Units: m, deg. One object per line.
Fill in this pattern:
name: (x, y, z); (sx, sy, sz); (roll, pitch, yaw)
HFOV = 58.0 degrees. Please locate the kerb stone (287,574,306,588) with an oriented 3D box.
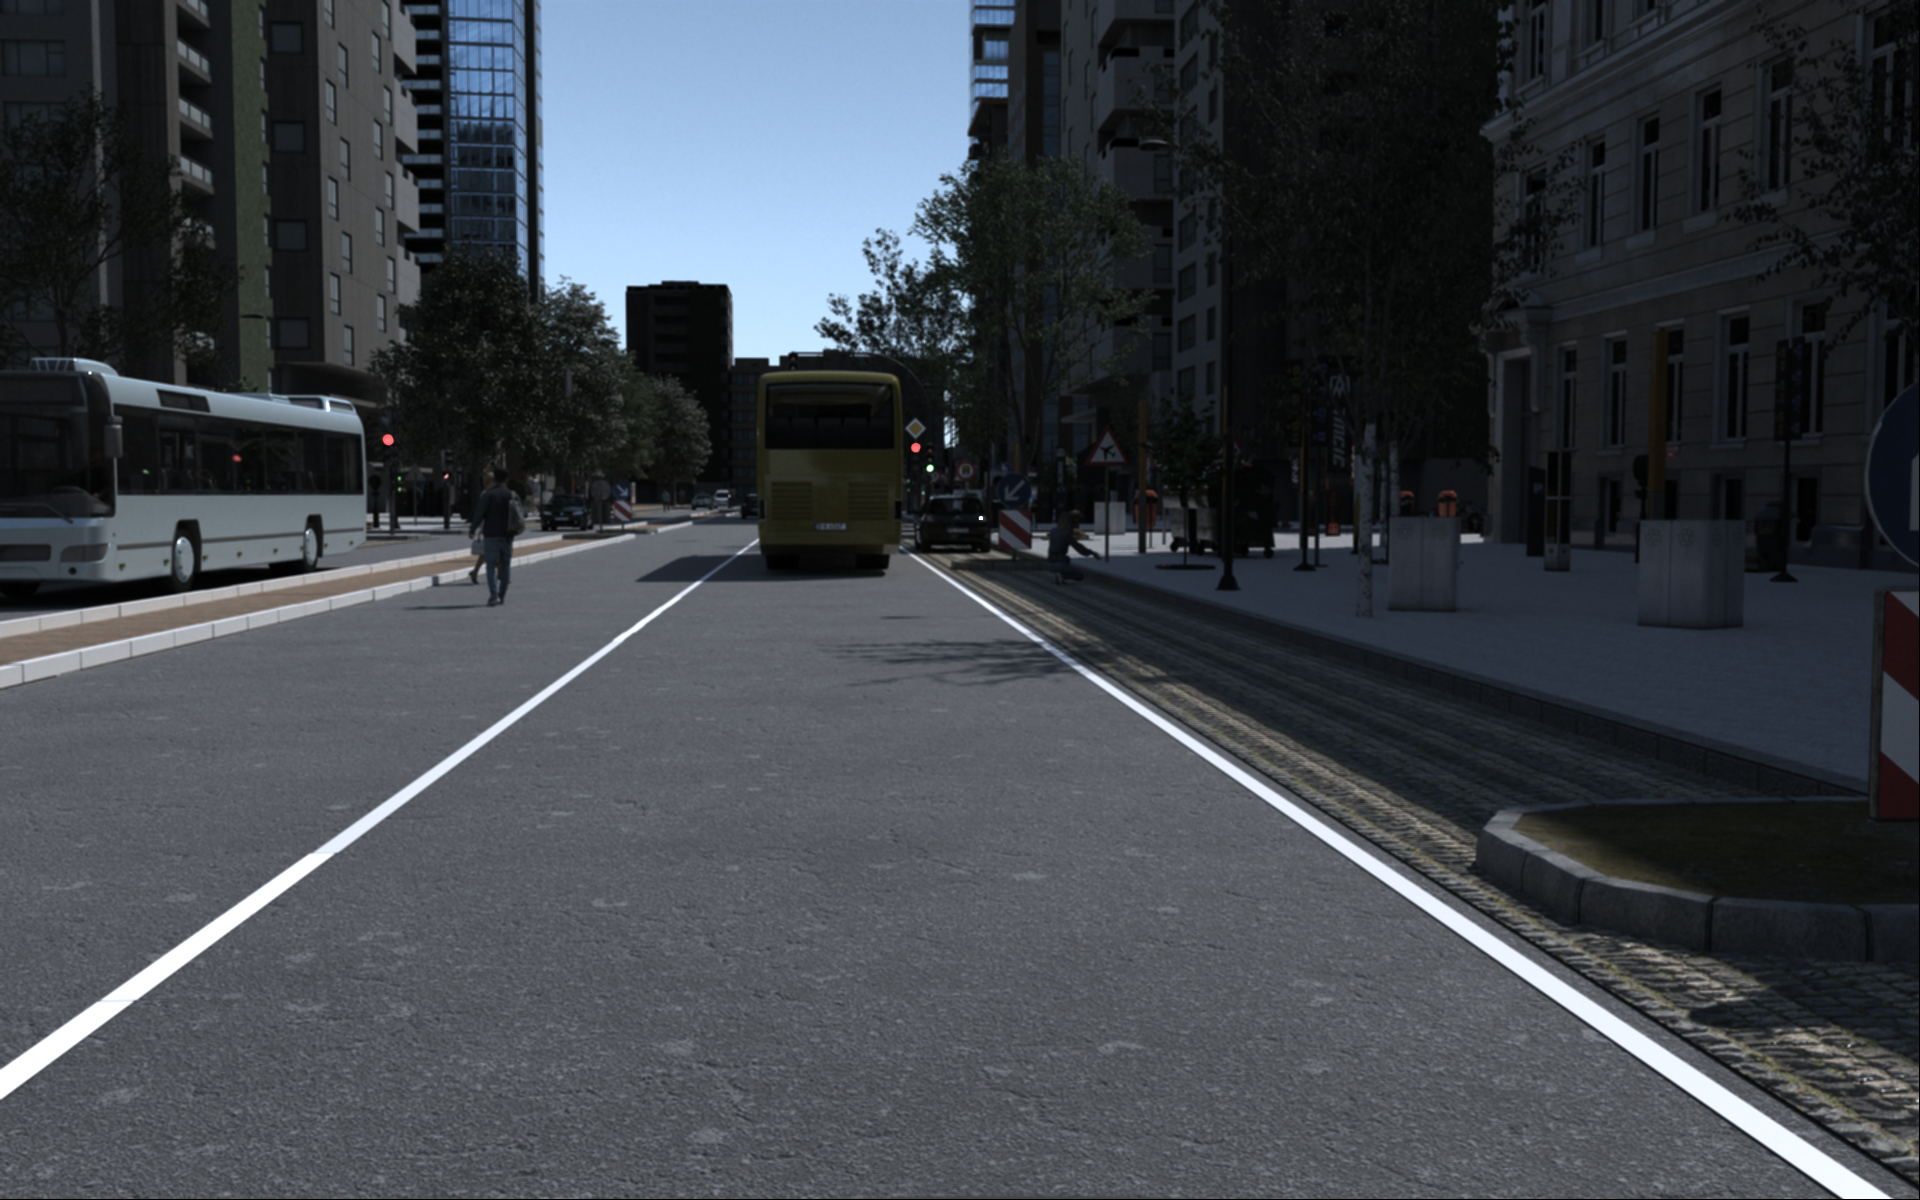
kerb stone: (-10.325, -0.275, 26.693); (0.120, 0.150, 1.000); (0, 4, -5)

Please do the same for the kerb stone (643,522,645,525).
kerb stone: (-14.450, -3.430, 78.313); (0.120, 0.150, 1.000); (0, 4, -5)

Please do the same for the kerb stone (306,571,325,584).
kerb stone: (-10.403, -0.337, 27.712); (0.120, 0.150, 1.000); (0, 4, -5)

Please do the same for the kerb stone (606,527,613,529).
kerb stone: (-13.468, -2.683, 66.069); (0.120, 0.150, 1.000); (0, 4, -5)

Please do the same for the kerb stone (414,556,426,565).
kerb stone: (-10.972, -0.772, 34.857); (0.120, 0.150, 1.000); (0, 4, -5)

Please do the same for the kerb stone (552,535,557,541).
kerb stone: (-12.368, -1.830, 52.217); (0.120, 0.150, 1.000); (0, 4, -5)

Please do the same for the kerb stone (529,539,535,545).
kerb stone: (-12.036, -1.586, 48.131); (0.120, 0.150, 1.000); (0, 4, -5)

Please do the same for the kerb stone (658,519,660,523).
kerb stone: (-15.018, -3.870, 85.464); (0.120, 0.150, 1.000); (0, 4, -5)

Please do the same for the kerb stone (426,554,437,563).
kerb stone: (-11.062, -0.837, 35.875); (0.120, 0.150, 1.000); (0, 4, -5)

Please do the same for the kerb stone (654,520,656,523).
kerb stone: (-14.852, -3.743, 83.424); (0.120, 0.150, 1.000); (0, 4, -5)

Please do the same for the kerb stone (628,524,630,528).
kerb stone: (-13.966, -3.058, 72.195); (0.120, 0.150, 1.000); (0, 4, -5)

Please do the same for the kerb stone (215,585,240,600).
kerb stone: (-10.086, -0.081, 23.633); (0.120, 0.150, 1.000); (0, 4, -5)

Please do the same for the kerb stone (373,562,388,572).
kerb stone: (-10.730, -0.575, 31.794); (0.120, 0.150, 1.000); (0, 4, -5)

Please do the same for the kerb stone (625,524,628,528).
kerb stone: (-13.878, -2.996, 71.174); (0.120, 0.150, 1.000); (0, 4, -5)

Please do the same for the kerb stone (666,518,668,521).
kerb stone: (-15.347, -4.119, 89.540); (0.120, 0.150, 1.000); (0, 4, -5)

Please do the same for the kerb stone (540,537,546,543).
kerb stone: (-12.198, -1.708, 50.175); (0.120, 0.150, 1.000); (0, 4, -5)

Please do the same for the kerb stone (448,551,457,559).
kerb stone: (-11.225, -0.962, 37.920); (0.120, 0.150, 1.000); (0, 4, -5)

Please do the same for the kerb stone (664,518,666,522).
kerb stone: (-15.262, -4.057, 88.522); (0.120, 0.150, 1.000); (0, 4, -5)

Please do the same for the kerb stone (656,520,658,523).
kerb stone: (-14.939, -3.807, 84.442); (0.120, 0.150, 1.000); (0, 4, -5)

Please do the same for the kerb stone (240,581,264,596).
kerb stone: (-10.164, -0.150, 24.654); (0.120, 0.150, 1.000); (0, 4, -5)

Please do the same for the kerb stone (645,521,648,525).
kerb stone: (-14.534, -3.494, 79.333); (0.120, 0.150, 1.000); (0, 4, -5)

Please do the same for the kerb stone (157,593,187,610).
kerb stone: (-9.920, 0.039, 21.593); (0.120, 0.150, 1.000); (0, 4, -5)

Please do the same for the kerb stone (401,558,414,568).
kerb stone: (-10.894, -0.712, 33.838); (0.120, 0.150, 1.000); (0, 4, -5)

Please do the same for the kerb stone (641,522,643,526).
kerb stone: (-14.360, -3.370, 77.295); (0.120, 0.150, 1.000); (0, 4, -5)

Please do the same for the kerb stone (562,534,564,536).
kerb stone: (-12.529, -1.962, 54.273); (0.120, 0.150, 1.000); (0, 4, -5)

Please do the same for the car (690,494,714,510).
car: (-23.469, -8.929, 157.787); (2.131, 1.459, 4.920); (0, 4, -5)

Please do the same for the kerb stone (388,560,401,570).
kerb stone: (-10.818, -0.650, 32.816); (0.120, 0.150, 1.000); (0, 4, -5)

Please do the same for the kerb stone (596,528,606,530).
kerb stone: (-13.314, -2.558, 64.029); (0.120, 0.150, 1.000); (0, 4, -5)

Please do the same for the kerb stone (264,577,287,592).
kerb stone: (-10.239, -0.213, 25.675); (0.120, 0.150, 1.000); (0, 4, -5)

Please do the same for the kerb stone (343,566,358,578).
kerb stone: (-10.574, -0.462, 29.750); (0.120, 0.150, 1.000); (0, 4, -5)

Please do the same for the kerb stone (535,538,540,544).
kerb stone: (-12.123, -1.647, 49.156); (0.120, 0.150, 1.000); (0, 4, -5)

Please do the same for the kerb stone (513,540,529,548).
kerb stone: (-11.951, -1.524, 47.112); (0.120, 0.150, 1.000); (0, 4, -5)

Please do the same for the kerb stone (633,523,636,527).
kerb stone: (-14.128, -3.183, 74.235); (0.120, 0.150, 1.000); (0, 4, -5)

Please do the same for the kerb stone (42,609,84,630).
kerb stone: (-9.673, 0.227, 18.524); (0.120, 0.150, 1.000); (0, 4, -5)

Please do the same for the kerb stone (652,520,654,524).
kerb stone: (-14.778, -3.680, 82.404); (0.120, 0.150, 1.000); (0, 4, -5)

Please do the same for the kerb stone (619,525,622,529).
kerb stone: (-13.723, -2.871, 69.129); (0.120, 0.150, 1.000); (0, 4, -5)

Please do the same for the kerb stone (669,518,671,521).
kerb stone: (-15.514, -4.240, 91.586); (0.120, 0.150, 1.000); (0, 4, -5)

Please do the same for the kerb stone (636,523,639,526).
kerb stone: (-14.193, -3.245, 75.257); (0.120, 0.150, 1.000); (0, 4, -5)

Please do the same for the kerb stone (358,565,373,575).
kerb stone: (-10.660, -0.523, 30.774); (0.120, 0.150, 1.000); (0, 4, -5)

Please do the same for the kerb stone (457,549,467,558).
kerb stone: (-11.303, -1.022, 38.939); (0.120, 0.150, 1.000); (0, 4, -5)

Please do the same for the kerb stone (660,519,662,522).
kerb stone: (-15.095, -3.932, 86.484); (0.120, 0.150, 1.000); (0, 4, -5)

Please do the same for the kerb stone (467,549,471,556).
kerb stone: (-11.387, -1.086, 39.958); (0.120, 0.150, 1.000); (0, 4, -5)

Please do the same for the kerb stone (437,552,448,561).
kerb stone: (-11.140, -0.899, 36.899); (0.120, 0.150, 1.000); (0, 4, -5)

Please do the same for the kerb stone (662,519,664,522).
kerb stone: (-15.186, -3.994, 87.502); (0.120, 0.150, 1.000); (0, 4, -5)

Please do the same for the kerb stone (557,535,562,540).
kerb stone: (-12.443, -1.892, 53.236); (0.120, 0.150, 1.000); (0, 4, -5)

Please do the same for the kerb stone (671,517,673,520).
kerb stone: (-15.594, -4.307, 92.613); (0.120, 0.150, 1.000); (0, 4, -5)

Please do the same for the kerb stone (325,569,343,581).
kerb stone: (-10.487, -0.400, 28.732); (0.120, 0.150, 1.000); (0, 4, -5)

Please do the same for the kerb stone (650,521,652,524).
kerb stone: (-14.695, -3.620, 81.385); (0.120, 0.150, 1.000); (0, 4, -5)

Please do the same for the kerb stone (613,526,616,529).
kerb stone: (-13.556, -2.746, 67.087); (0.120, 0.150, 1.000); (0, 4, -5)

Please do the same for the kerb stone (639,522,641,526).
kerb stone: (-14.289, -3.308, 76.275); (0.120, 0.150, 1.000); (0, 4, -5)

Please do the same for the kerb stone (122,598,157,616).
kerb stone: (-9.830, 0.099, 20.572); (0.120, 0.150, 1.000); (0, 4, -5)

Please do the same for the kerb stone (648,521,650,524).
kerb stone: (-14.613, -3.557, 80.358); (0.120, 0.150, 1.000); (0, 4, -5)

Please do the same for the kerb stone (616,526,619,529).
kerb stone: (-13.638, -2.803, 68.109); (0.120, 0.150, 1.000); (0, 4, -5)

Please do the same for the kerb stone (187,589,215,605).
kerb stone: (-10.000, -0.026, 22.613); (0.120, 0.150, 1.000); (0, 4, -5)

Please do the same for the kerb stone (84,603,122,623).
kerb stone: (-9.757, 0.162, 19.548); (0.120, 0.150, 1.000); (0, 4, -5)

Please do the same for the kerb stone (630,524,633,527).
kerb stone: (-14.045, -3.121, 73.216); (0.120, 0.150, 1.000); (0, 4, -5)

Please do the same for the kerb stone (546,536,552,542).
kerb stone: (-12.282, -1.769, 51.193); (0.120, 0.150, 1.000); (0, 4, -5)

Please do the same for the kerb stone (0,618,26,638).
kerb stone: (-9.589, 0.287, 17.505); (0.120, 0.150, 1.000); (0, 4, -5)
